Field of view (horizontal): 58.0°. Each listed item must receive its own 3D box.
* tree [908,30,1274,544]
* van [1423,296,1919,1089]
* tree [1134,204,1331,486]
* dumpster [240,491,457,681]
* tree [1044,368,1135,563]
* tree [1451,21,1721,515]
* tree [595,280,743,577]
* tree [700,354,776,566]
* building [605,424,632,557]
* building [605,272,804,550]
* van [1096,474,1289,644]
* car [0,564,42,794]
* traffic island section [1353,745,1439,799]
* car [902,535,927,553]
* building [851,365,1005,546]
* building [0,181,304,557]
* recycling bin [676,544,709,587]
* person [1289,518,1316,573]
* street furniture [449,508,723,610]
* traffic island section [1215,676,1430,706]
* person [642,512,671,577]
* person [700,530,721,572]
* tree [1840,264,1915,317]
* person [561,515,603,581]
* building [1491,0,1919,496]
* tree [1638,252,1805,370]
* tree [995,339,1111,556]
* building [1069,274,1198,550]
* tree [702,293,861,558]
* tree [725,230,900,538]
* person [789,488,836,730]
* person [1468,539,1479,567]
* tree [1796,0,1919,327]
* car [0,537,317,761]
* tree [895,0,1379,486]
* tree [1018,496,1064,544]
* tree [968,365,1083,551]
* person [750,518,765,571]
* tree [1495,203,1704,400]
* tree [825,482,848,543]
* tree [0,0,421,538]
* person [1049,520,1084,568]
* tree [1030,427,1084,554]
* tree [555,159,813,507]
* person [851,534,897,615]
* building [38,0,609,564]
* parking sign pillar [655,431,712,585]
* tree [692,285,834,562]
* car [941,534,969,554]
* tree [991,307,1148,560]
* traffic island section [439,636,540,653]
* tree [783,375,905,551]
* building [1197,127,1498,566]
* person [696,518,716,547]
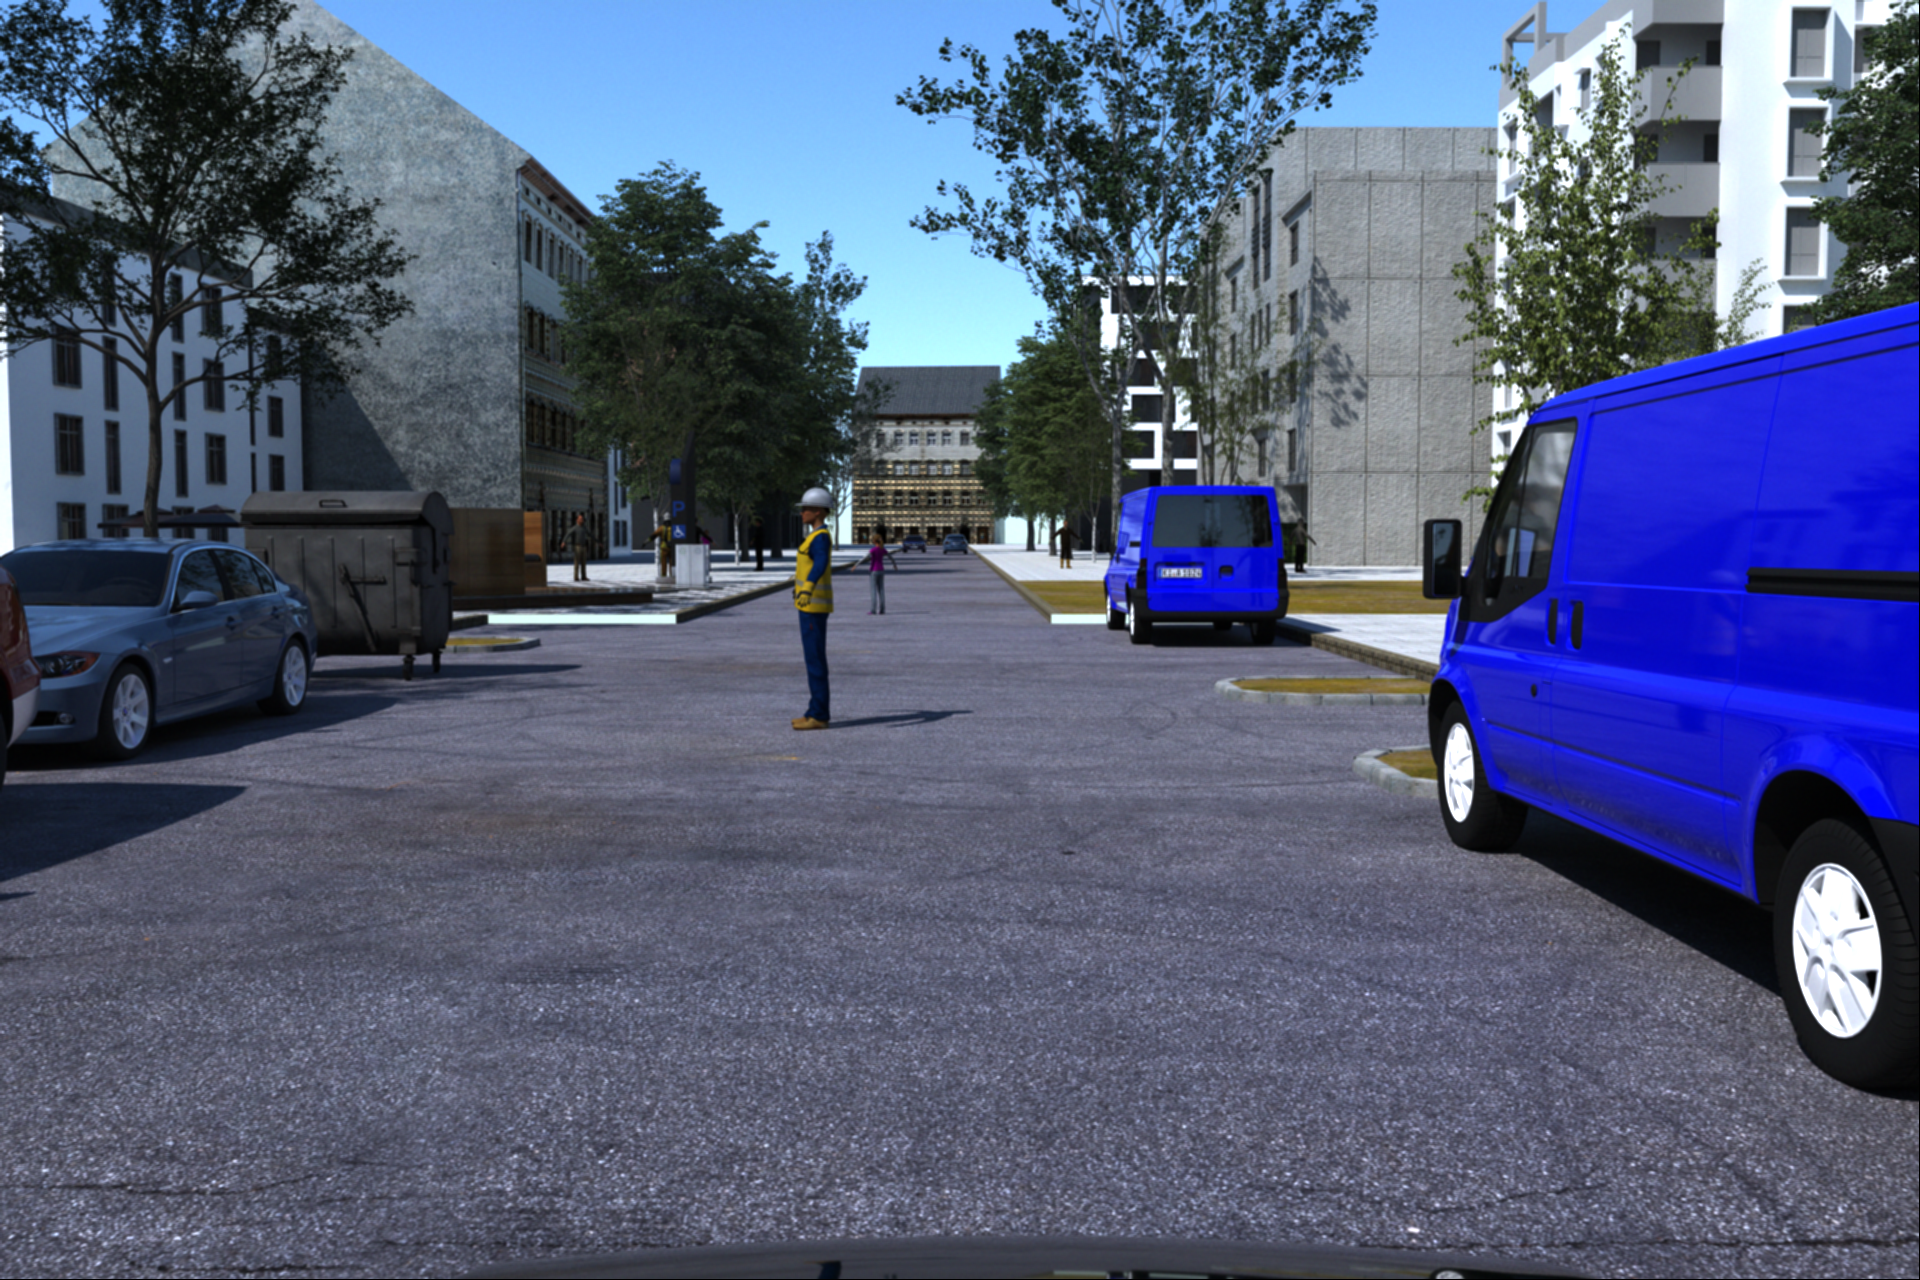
[{"bbox_3d":[4.743,-12.896,66.731,12.611,20.169,13.585,0,3,0],"label":"tree"},{"bbox_3d":[3.198,-0.107,6.133,2.240,2.365,5.245,0,4,-1],"label":"van"},{"bbox_3d":[5.586,-5.443,39.356,4.360,8.622,3.978,0,3,0],"label":"tree"},{"bbox_3d":[-6.111,-0.559,17.357,1.865,1.857,1.264,0,4,0],"label":"dumpster"},{"bbox_3d":[5.994,-7.735,76.822,4.360,8.622,3.978,0,3,0],"label":"tree"},{"bbox_3d":[9.148,-4.623,25.946,4.737,8.622,4.395,0,3,0],"label":"tree"},{"bbox_3d":[-8.979,-6.137,50.706,4.360,8.622,3.978,0,3,0],"label":"tree"},{"bbox_3d":[-8.928,-7.340,70.375,4.360,8.622,3.978,0,3,0],"label":"tree"},{"bbox_3d":[-24.082,-9.874,103.579,9.099,9.664,28.070,0,4,-1],"label":"building"},{"bbox_3d":[-29.054,-18.818,151.654,27.936,21.610,32.646,0,4,0],"label":"building"},{"bbox_3d":[3.151,-1.211,24.186,2.240,2.365,5.245,0,3,0],"label":"van"},{"bbox_3d":[-5.675,0.126,6.610,2.281,1.827,5.304,0,4,0],"label":"car"},{"bbox_3d":[3.369,0.782,10.086,1.991,0.108,1.994,0,4,-1],"label":"traffic island section"},{"bbox_3d":[-3.504,-7.392,133.444,1.945,1.354,3.894,0,3,0],"label":"car"},{"bbox_3d":[-3.778,-23.961,225.152,18.063,23.208,19.493,0,4,5],"label":"building"},{"bbox_3d":[-26.960,-6.909,55.105,9.099,9.664,28.070,0,4,0],"label":"building"},{"bbox_3d":[-6.507,-1.809,42.136,0.722,1.027,0.722,0,4,-1],"label":"recycling bin"},{"bbox_3d":[11.336,-3.146,57.570,0.705,1.813,1.348,-2,4,-27],"label":"person"},{"bbox_3d":[-11.021,-1.558,32.331,9.812,1.723,11.010,3,5,40],"label":"street furniture"},{"bbox_3d":[3.320,0.453,15.459,1.991,0.108,1.994,0,3,0],"label":"traffic island section"},{"bbox_3d":[-7.786,-2.467,46.101,1.354,1.858,0.705,-2,4,-25],"label":"person"},{"bbox_3d":[-8.650,-3.047,59.086,0.991,1.433,0.599,-1,4,-13],"label":"person"},{"bbox_3d":[25.467,-5.893,46.716,4.737,8.622,4.395,0,3,0],"label":"tree"},{"bbox_3d":[-10.388,-2.518,47.436,0.705,1.796,1.348,3,5,42],"label":"person"},{"bbox_3d":[25.125,-12.648,63.221,16.016,20.090,11.380,0,4,0],"label":"building"},{"bbox_3d":[20.218,-5.853,46.059,4.737,8.622,4.395,0,3,0],"label":"tree"},{"bbox_3d":[5.657,-11.156,100.525,7.486,12.596,7.792,0,3,0],"label":"tree"},{"bbox_3d":[23.381,-18.882,152.700,27.936,21.610,32.646,0,3,0],"label":"building"},{"bbox_3d":[-9.907,-11.351,92.247,9.857,13.997,8.962,0,3,0],"label":"tree"},{"bbox_3d":[-10.116,-15.558,110.265,12.611,20.169,13.585,0,3,0],"label":"tree"},{"bbox_3d":[-1.151,-0.237,12.796,0.721,1.772,1.216,0,4,-7],"label":"person"},{"bbox_3d":[5.327,-0.645,16.383,1.345,1.849,0.704,-1,4,-21],"label":"person"},{"bbox_3d":[22.598,-7.922,36.186,9.857,13.997,8.962,0,3,0],"label":"tree"},{"bbox_3d":[-6.127,-0.028,12.467,2.014,1.417,4.499,0,4,0],"label":"car"},{"bbox_3d":[4.528,-11.836,49.404,12.611,20.169,13.585,0,3,0],"label":"tree"},{"bbox_3d":[10.338,-17.355,218.159,7.601,10.594,8.767,0,4,8],"label":"tree"},{"bbox_3d":[5.162,-13.541,128.044,9.857,13.997,8.962,0,3,0],"label":"tree"},{"bbox_3d":[-6.954,-3.292,59.760,0.705,1.837,1.347,1,4,10],"label":"person"},{"bbox_3d":[14.205,-5.410,38.821,4.737,8.622,4.395,0,3,0],"label":"tree"},{"bbox_3d":[-16.767,-16.771,224.559,4.737,8.622,4.395,0,3,0],"label":"tree"},{"bbox_3d":[-11.417,-5.531,24.842,7.601,10.594,8.767,-2,4,-28],"label":"tree"},{"bbox_3d":[3.968,-3.600,64.995,1.346,1.812,0.704,-1,4,-13],"label":"person"},{"bbox_3d":[5.462,-9.690,108.800,4.360,8.622,3.978,0,3,0],"label":"tree"},{"bbox_3d":[-9.398,-9.352,59.556,9.857,13.997,8.962,0,3,0],"label":"tree"},{"bbox_3d":[-1.508,-1.169,30.838,0.991,1.433,0.599,-3,4,-38],"label":"person"},{"bbox_3d":[-26.967,-15.117,78.099,19.493,23.208,18.063,0,4,-1],"label":"building"},{"bbox_3d":[-7.120,-3.430,44.548,1.447,3.967,1.447,0,4,1],"label":"parking sign pillar"},{"bbox_3d":[-9.575,-9.806,78.462,7.486,12.596,7.792,0,3,0],"label":"tree"},{"bbox_3d":[-0.335,-6.893,124.697,2.014,1.417,4.499,0,4,-1],"label":"car"},{"bbox_3d":[5.462,-10.272,86.079,7.486,12.596,7.792,0,3,0],"label":"tree"},{"bbox_3d":[-6.392,0.065,21.796,1.991,0.108,1.994,0,4,0],"label":"traffic island section"},{"bbox_3d":[-9.237,-13.507,131.206,12.009,13.543,11.850,0,3,0],"label":"tree"},{"bbox_3d":[22.136,-13.306,84.014,16.747,18.905,31.486,0,4,0],"label":"building"},{"bbox_3d":[-8.201,-2.900,53.602,1.347,1.806,0.705,1,4,20],"label":"person"}]
